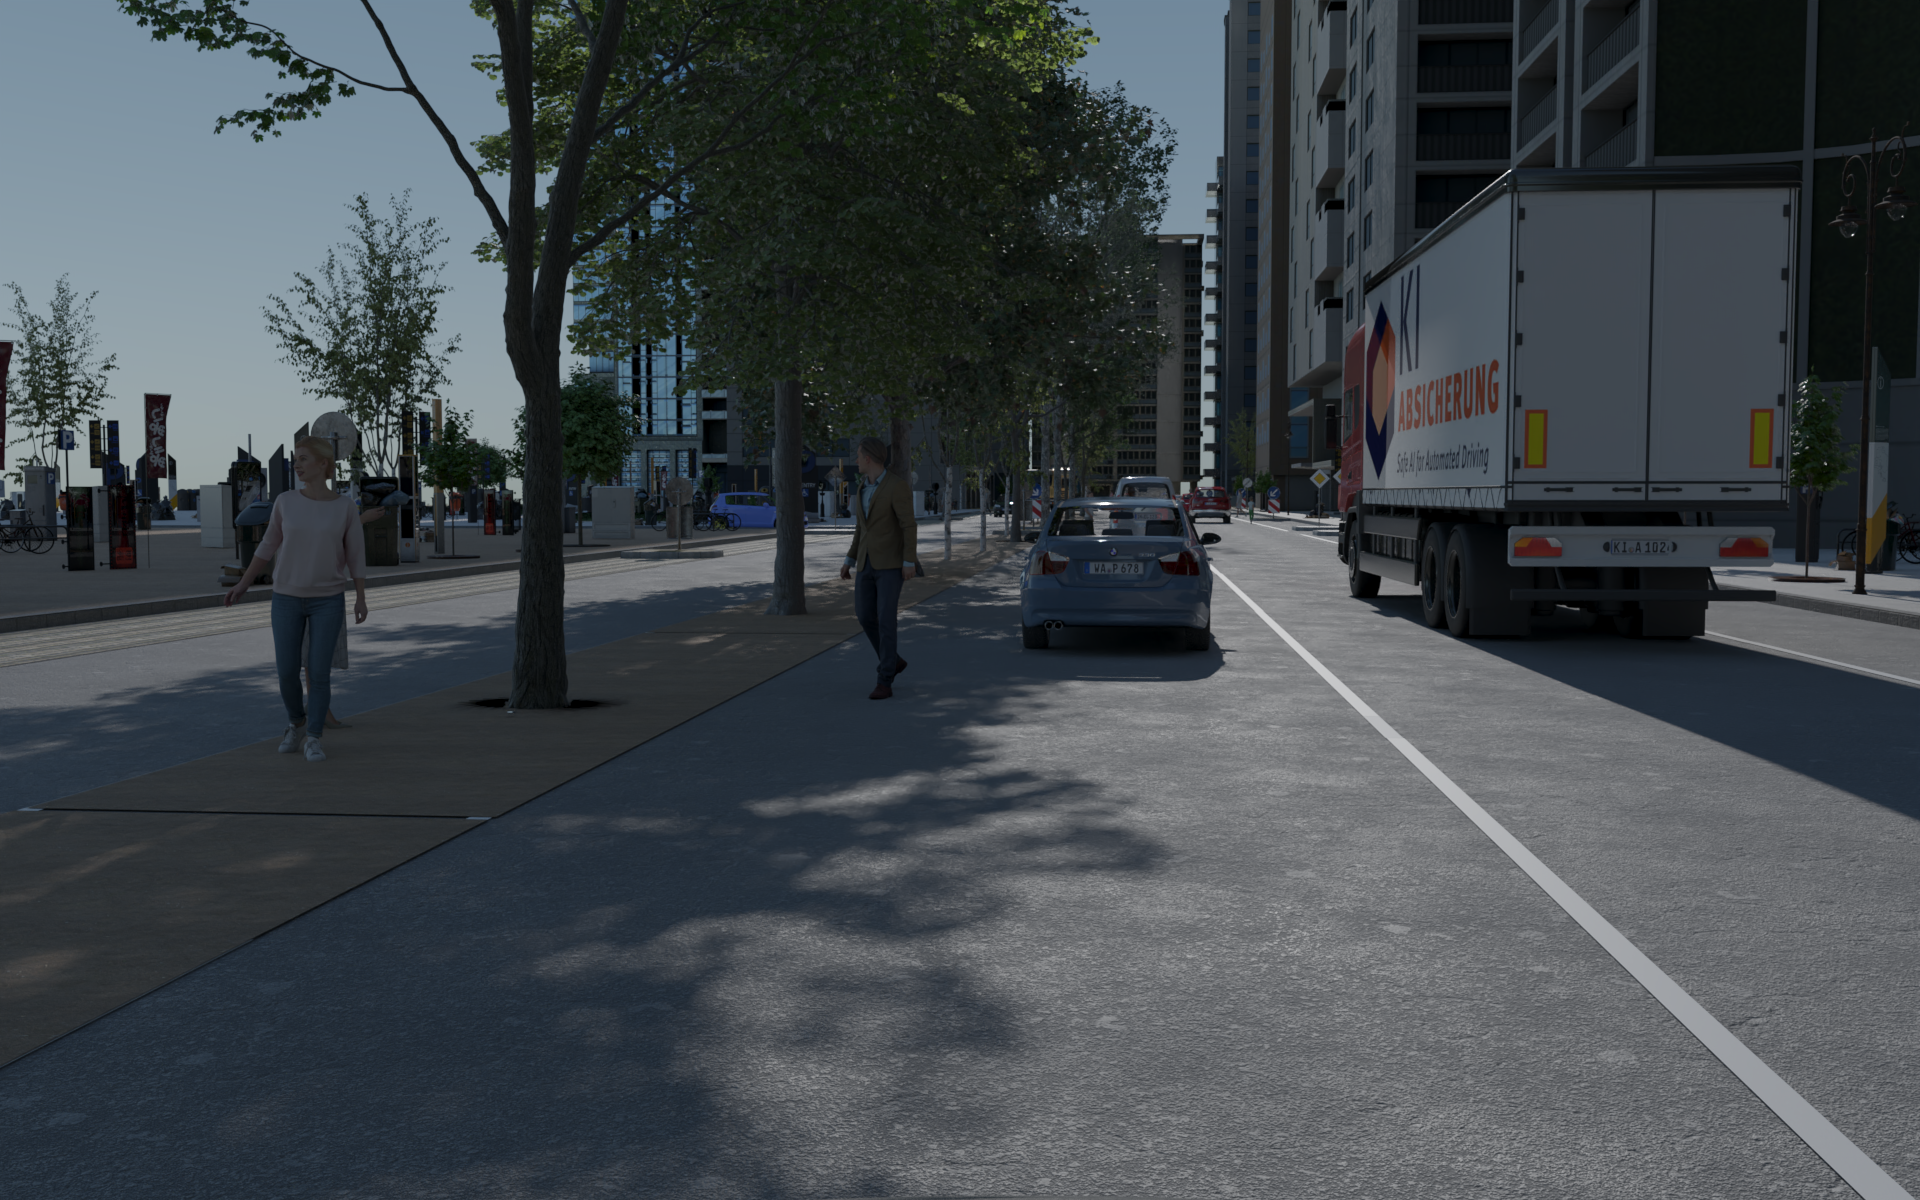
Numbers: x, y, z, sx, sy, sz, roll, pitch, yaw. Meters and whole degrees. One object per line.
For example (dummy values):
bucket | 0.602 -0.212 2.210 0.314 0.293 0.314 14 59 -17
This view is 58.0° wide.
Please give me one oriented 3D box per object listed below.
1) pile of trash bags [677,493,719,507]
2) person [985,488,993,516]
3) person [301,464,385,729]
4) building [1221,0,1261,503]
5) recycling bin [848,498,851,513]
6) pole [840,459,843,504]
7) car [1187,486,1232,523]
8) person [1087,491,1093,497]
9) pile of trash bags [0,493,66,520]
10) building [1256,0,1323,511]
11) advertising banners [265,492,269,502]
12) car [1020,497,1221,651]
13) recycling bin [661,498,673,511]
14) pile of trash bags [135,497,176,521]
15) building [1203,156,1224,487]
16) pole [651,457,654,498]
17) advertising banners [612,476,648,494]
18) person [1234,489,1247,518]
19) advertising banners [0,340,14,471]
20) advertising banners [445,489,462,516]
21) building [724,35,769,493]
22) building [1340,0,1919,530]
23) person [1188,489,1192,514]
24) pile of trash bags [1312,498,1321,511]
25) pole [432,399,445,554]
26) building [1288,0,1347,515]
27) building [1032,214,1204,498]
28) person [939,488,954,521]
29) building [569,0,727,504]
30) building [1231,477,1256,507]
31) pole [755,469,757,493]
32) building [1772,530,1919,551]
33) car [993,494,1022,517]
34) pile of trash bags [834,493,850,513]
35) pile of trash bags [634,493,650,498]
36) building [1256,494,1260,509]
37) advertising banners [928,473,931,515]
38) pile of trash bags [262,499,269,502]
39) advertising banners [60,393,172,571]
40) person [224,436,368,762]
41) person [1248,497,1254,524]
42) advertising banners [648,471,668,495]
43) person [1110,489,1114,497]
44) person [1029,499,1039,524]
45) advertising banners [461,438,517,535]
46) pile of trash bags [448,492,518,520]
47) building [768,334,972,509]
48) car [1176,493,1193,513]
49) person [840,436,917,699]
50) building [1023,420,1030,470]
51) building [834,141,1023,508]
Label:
pile of trash bags | -20.210 -7.553 133.246 3.447 1.369 1.912 0 4 2
person | 1.759 -6.384 113.053 0.728 1.800 0.709 1 4 9
person | -3.816 -0.093 10.584 0.524 1.755 0.480 -2 4 -32
building | 41.109 -40.317 201.188 21.231 58.520 28.212 0 4 6
recycling bin | -7.427 -6.459 118.152 0.722 1.027 0.722 1 4 13
pole | -6.878 -6.517 100.397 0.158 3.312 0.155 0 3 0
car | 12.522 -4.783 86.875 2.281 1.827 5.304 0 4 7
person | 3.630 -2.292 48.566 0.523 1.515 0.503 -1 4 -13
pile of trash bags | -46.426 -4.713 86.804 3.447 1.369 1.912 -1 4 -20
building | 30.589 -29.604 134.134 14.600 45.320 14.200 0 4 6
advertising banners | -48.665 -7.630 120.932 2.074 3.025 0.090 2 4 25
car | 1.597 -0.320 17.235 2.014 1.417 4.499 0 4 7
recycling bin | -21.159 -6.869 124.858 0.722 1.027 0.722 1 4 9
pile of trash bags | -40.213 -4.593 84.848 3.447 1.369 1.912 1 4 12
building | 48.721 -37.727 236.445 30.456 49.044 23.786 0 4 6
pole | -17.089 -6.266 96.288 0.158 3.312 0.155 0 3 0
advertising banners | -19.102 -6.319 99.506 2.074 3.025 0.090 -2 4 -27
person | 17.039 -5.869 105.210 0.760 1.731 0.466 -1 4 -10
advertising banners | -11.627 -1.409 19.229 2.074 3.025 0.090 -2 4 -33
advertising banners | -30.193 -6.530 102.960 0.090 3.025 2.074 2 4 31
building | -8.666 -43.821 154.721 20.563 71.187 20.611 0 4 6
building | 28.671 -38.992 75.772 20.611 71.187 20.563 0 4 6
person | 16.022 -6.875 121.077 0.590 1.801 0.661 2 4 30
pile of trash bags | 27.000 -7.076 125.447 1.912 1.369 3.447 -1 4 -21
pole | -11.199 -2.650 37.175 0.158 3.312 0.155 0 3 0
building | 34.711 -31.518 104.559 28.713 52.752 27.495 0 4 6
building | 22.005 -33.717 243.153 23.993 40.220 32.217 0 4 6
person | -0.748 -5.127 92.608 0.850 1.792 0.678 1 4 14
building | -41.418 -56.939 243.626 31.000 86.520 22.319 0 4 6
building | 44.194 -29.550 175.022 32.217 40.220 23.993 0 4 6
pole | -16.652 -9.024 141.393 0.158 3.312 0.155 0 3 0
building | 24.594 -36.993 43.091 20.563 71.187 20.611 0 4 6
car | 3.104 -6.020 108.214 2.009 1.686 4.222 0 4 7
pile of trash bags | -8.371 -6.274 112.327 1.912 1.369 3.447 3 5 39
pile of trash bags | -24.464 -7.618 134.307 1.912 1.369 3.447 -1 4 -22
building | 33.975 -28.949 156.912 14.154 41.232 14.086 0 4 6
advertising banners | -1.874 -6.722 106.092 0.090 3.025 2.074 0 4 2
pile of trash bags | -55.395 -7.709 135.799 1.912 1.369 3.447 0 4 -1
advertising banners | -14.324 -2.038 29.502 0.090 3.025 2.074 2 4 31
person | -3.589 -0.012 9.372 0.731 1.740 0.598 -1 4 -18
person | 14.101 -4.351 83.886 0.306 1.304 0.590 1 4 17
advertising banners | -23.294 -8.318 132.191 2.074 3.025 0.090 1 4 9
person | 12.044 -7.922 138.030 0.388 1.821 0.555 0 4 2
person | 3.537 -4.529 82.800 0.529 1.795 0.600 3 4 38
advertising banners | -14.664 -3.538 54.031 2.074 3.025 0.090 2 4 29
pile of trash bags | -23.726 -4.682 86.300 3.447 1.369 1.912 -2 4 -32
building | -7.017 -45.075 175.231 20.563 71.187 20.611 0 4 6
car | 14.622 -6.115 109.021 2.155 1.783 4.494 0 4 6
person | -0.582 -0.245 12.413 0.656 1.842 0.836 1 4 15
building | 2.152 -35.858 236.393 14.200 45.320 14.600 0 4 6
building | -3.102 -47.149 209.142 20.611 71.187 20.563 0 4 6
